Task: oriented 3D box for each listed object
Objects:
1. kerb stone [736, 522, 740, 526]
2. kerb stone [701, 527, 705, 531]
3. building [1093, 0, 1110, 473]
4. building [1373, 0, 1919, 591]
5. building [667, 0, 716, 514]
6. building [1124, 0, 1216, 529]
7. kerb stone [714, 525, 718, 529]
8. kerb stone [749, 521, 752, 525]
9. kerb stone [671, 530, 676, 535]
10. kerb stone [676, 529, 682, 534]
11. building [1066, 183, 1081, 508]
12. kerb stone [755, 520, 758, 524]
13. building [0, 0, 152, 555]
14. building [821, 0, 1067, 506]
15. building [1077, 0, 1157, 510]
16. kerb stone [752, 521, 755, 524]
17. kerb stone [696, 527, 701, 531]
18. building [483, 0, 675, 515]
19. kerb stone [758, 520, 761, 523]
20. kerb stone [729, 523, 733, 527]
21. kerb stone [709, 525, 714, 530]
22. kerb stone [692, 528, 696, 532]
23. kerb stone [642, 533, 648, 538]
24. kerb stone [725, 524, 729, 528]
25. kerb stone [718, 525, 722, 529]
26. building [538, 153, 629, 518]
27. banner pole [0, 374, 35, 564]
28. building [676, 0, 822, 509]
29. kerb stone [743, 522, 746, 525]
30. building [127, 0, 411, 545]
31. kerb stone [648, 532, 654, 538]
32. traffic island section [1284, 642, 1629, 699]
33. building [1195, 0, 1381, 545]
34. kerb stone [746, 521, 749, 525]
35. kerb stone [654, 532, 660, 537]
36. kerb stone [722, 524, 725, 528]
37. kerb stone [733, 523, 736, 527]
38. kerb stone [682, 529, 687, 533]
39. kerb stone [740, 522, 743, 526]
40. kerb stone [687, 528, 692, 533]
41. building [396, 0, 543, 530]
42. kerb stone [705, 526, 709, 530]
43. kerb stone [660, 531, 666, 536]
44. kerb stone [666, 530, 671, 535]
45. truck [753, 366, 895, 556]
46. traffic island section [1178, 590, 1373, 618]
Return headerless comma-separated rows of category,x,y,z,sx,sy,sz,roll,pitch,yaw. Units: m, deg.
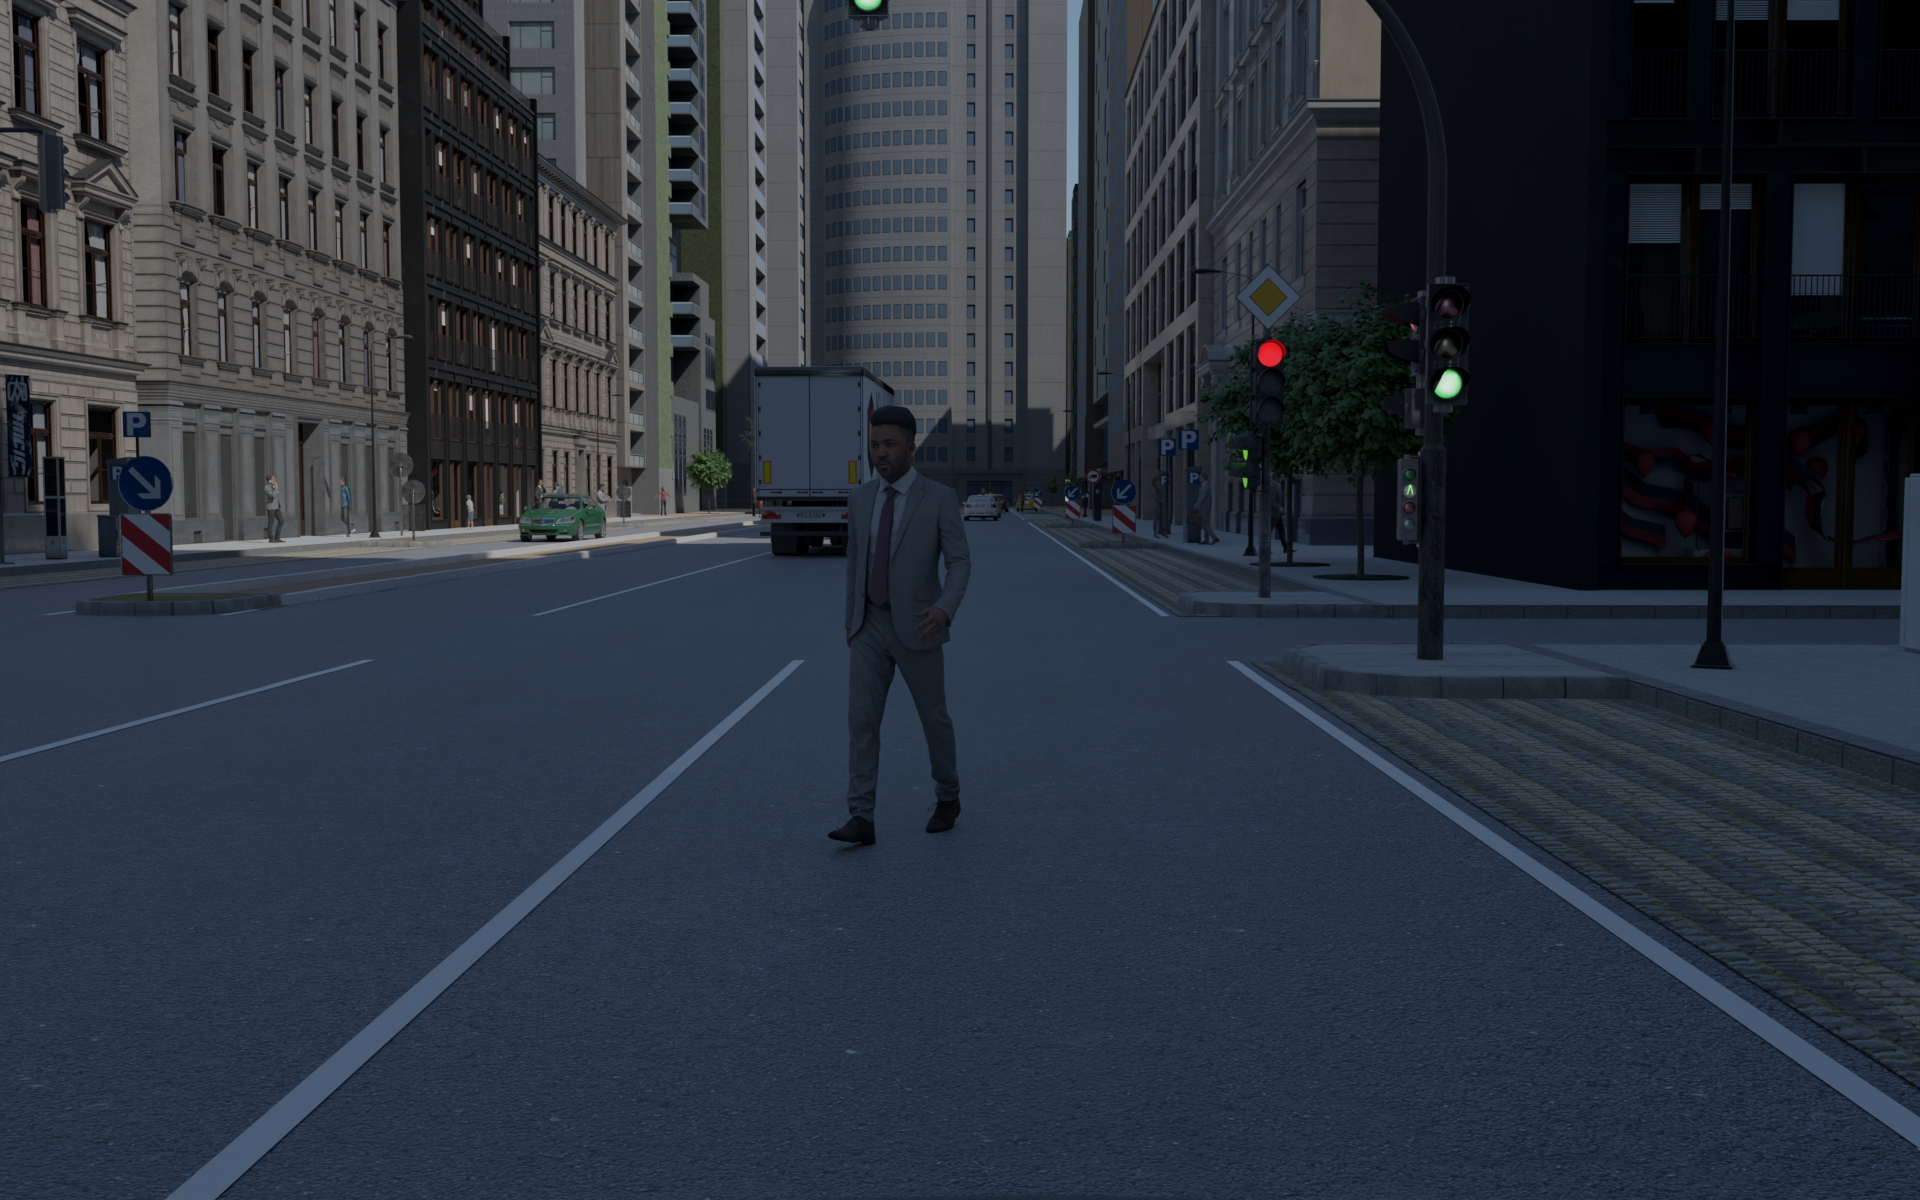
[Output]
kerb stone,-9.926,-3.295,76.063,0.120,0.150,1.000,0,4,1
kerb stone,-10.065,-2.730,66.831,0.120,0.150,1.000,0,4,1
building,24.110,-32.928,127.605,28.713,52.752,27.495,0,4,1
building,16.221,-12.147,28.285,15.834,23.373,12.332,0,4,1
building,-29.579,-49.710,125.430,22.319,86.520,31.000,0,4,1
building,18.497,-16.804,79.261,19.350,26.468,34.151,0,4,1
kerb stone,-10.020,-2.918,69.911,0.120,0.150,1.000,0,4,1
kerb stone,-9.864,-3.542,80.173,0.120,0.150,1.000,0,4,1
kerb stone,-10.171,-2.353,60.675,0.120,0.150,1.000,0,4,1
kerb stone,-10.156,-2.416,61.703,0.120,0.150,1.000,0,4,1
building,17.380,-23.953,163.330,14.160,30.474,14.107,0,4,1
kerb stone,-9.826,-3.669,82.216,0.120,0.150,1.000,0,4,1
building,-24.766,-10.298,32.999,10.561,19.102,19.286,0,4,1
building,-2.696,-39.739,191.732,28.212,58.520,21.231,0,4,1
building,17.395,-30.498,148.748,14.600,45.320,14.200,0,4,1
kerb stone,-9.845,-3.609,81.194,0.120,0.150,1.000,0,4,1
kerb stone,-10.099,-2.667,65.809,0.120,0.150,1.000,0,4,1
building,-25.569,-25.708,103.925,14.154,41.232,14.086,0,4,1
kerb stone,-9.813,-3.730,83.239,0.120,0.150,1.000,0,4,1
kerb stone,-9.957,-3.163,74.011,0.120,0.150,1.000,0,4,1
kerb stone,-10.036,-2.852,68.882,0.120,0.150,1.000,0,4,1
kerb stone,-10.096,-2.605,64.786,0.120,0.150,1.000,0,4,1
kerb stone,-10.252,-2.041,55.561,0.120,0.150,1.000,0,4,1
kerb stone,-9.975,-3.106,72.986,0.120,0.150,1.000,0,4,1
kerb stone,-10.002,-2.981,70.934,0.120,0.150,1.000,0,4,1
building,-23.652,-13.556,86.274,10.561,19.102,19.286,0,4,1
banner pole,-17.442,-2.558,31.846,0.401,3.779,0.863,2,4,30
building,-30.889,-39.829,193.209,28.212,58.520,21.231,0,4,1
kerb stone,-9.893,-3.420,78.115,0.120,0.150,1.000,0,4,1
building,-24.227,-12.387,51.676,9.793,20.994,18.267,0,4,1
kerb stone,-10.232,-2.103,56.583,0.120,0.150,1.000,0,4,1
traffic island section,3.671,0.537,13.494,2.009,0.180,2.903,0,4,1
building,15.101,-16.276,52.010,13.634,28.700,20.117,0,4,1
kerb stone,-9.876,-3.483,79.137,0.120,0.150,1.000,0,4,1
kerb stone,-10.217,-2.166,57.607,0.120,0.150,1.000,0,4,1
kerb stone,-9.997,-3.043,71.960,0.120,0.150,1.000,0,4,1
kerb stone,-9.941,-3.232,75.039,0.120,0.150,1.000,0,4,1
kerb stone,-10.138,-2.478,62.726,0.120,0.150,1.000,0,4,1
kerb stone,-9.912,-3.357,77.085,0.120,0.150,1.000,0,4,1
kerb stone,-10.122,-2.541,63.765,0.120,0.150,1.000,0,4,1
building,-24.830,-14.615,68.633,12.332,23.373,15.834,0,4,1
kerb stone,-10.060,-2.791,67.859,0.120,0.150,1.000,0,4,1
kerb stone,-10.203,-2.228,58.629,0.120,0.150,1.000,0,4,1
kerb stone,-10.183,-2.289,59.651,0.120,0.150,1.000,0,4,1
truck,-3.066,-3.347,43.645,2.839,4.237,11.283,0,4,2
traffic island section,3.796,0.049,21.478,2.009,0.180,2.903,0,4,1
